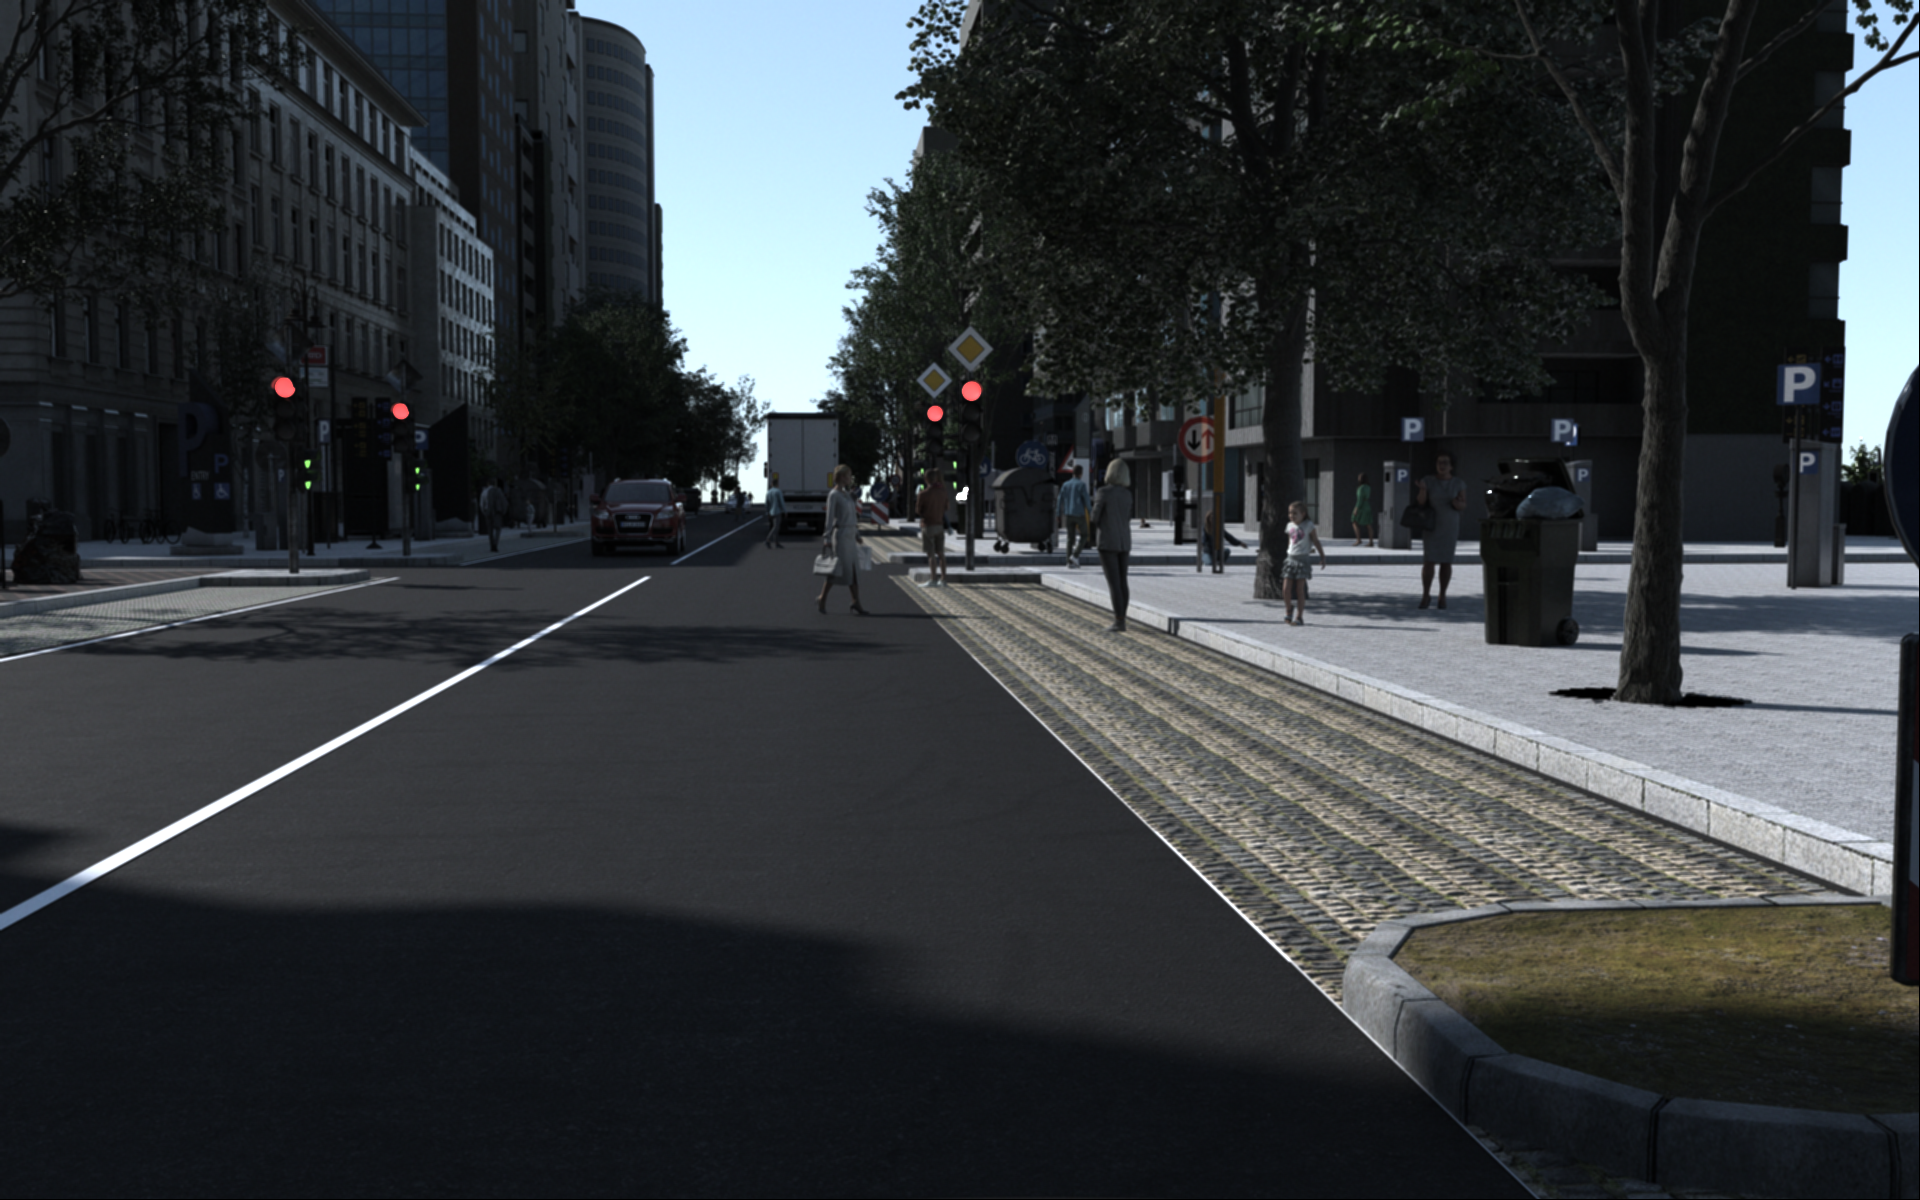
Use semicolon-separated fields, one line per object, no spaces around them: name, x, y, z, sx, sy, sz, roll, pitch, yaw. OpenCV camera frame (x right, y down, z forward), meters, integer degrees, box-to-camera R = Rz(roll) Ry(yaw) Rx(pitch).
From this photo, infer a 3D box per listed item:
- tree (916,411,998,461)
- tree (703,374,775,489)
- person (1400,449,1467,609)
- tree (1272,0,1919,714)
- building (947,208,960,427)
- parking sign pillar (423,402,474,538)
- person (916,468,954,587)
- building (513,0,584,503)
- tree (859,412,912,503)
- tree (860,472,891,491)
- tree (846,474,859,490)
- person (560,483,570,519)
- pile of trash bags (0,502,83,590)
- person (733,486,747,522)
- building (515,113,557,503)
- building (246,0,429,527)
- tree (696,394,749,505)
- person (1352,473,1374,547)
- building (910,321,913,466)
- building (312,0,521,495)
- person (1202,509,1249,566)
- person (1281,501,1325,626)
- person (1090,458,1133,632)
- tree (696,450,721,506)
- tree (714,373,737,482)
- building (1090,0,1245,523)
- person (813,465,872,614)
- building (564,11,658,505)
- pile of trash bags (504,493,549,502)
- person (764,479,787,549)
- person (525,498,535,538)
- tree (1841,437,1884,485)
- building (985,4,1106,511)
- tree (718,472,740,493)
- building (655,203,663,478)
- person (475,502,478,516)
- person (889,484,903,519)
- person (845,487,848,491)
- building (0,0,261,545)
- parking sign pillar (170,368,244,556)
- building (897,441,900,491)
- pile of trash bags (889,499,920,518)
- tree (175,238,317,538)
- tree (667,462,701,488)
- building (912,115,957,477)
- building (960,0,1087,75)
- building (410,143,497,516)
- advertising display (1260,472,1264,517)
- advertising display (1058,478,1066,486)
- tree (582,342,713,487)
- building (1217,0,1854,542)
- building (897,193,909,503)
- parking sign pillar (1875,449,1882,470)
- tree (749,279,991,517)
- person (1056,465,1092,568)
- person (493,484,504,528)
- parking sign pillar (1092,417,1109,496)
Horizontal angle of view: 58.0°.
tree;-0.097;-5.164;68.143;4.285;4.588;4.351;0;3;0
tree;-33.551;-25.328;270.006;12.611;20.169;13.585;0;3;0
person;5.276;-0.790;19.318;0.716;1.782;0.532;1;4;14
tree;4.241;-5.167;10.230;9.928;11.665;9.643;0;3;0
building;5.498;-24.554;173.154;14.160;30.474;14.107;0;4;-5
parking sign pillar;-15.051;-3.815;50.849;1.447;3.967;1.447;0;4;-2
person;-0.384;-1.109;26.607;0.573;1.828;0.580;0;4;4
building;-48.174;-34.323;150.419;28.713;52.752;27.495;0;4;-5
tree;-5.905;-10.855;127.846;4.737;8.622;4.395;0;3;0
tree;-6.348;-8.512;133.769;1.663;3.219;1.824;0;3;0
tree;-10.042;-10.401;164.658;1.663;3.219;1.824;0;3;0
person;-20.753;-5.185;90.724;0.836;1.842;0.656;-1;4;-9
pile of trash bags;-13.573;-0.903;24.518;1.912;1.369;3.447;-1;4;-20
person;-11.366;-4.944;89.316;0.713;1.824;0.794;-1;4;-14
building;-38.778;-21.981;131.097;14.160;30.474;14.107;0;4;-5
building;-34.456;-14.818;75.566;16.112;22.955;30.059;0;4;-5
tree;-31.096;-19.324;226.314;12.009;13.543;11.850;0;3;0
person;9.823;-2.195;42.171;0.529;1.795;0.600;2;4;31
building;-0.288;-28.455;236.948;14.160;30.474;14.107;0;4;-5
building;-37.820;-28.471;115.610;14.600;45.320;14.200;0;4;-5
person;4.752;-1.079;31.647;1.012;1.151;0.738;0;4;-7
person;3.366;-0.359;16.922;0.505;1.210;0.382;3;4;39
person;1.550;-0.573;18.060;0.537;1.800;0.526;-2;4;-31
tree;-26.544;-13.978;178.902;4.360;8.622;3.978;0;3;0
tree;-26.500;-16.025;168.670;9.857;13.997;8.962;0;3;0
building;19.149;-28.666;88.294;23.786;49.044;30.456;0;4;-5
person;-1.417;-0.726;20.727;0.624;1.780;0.694;3;4;37
building;-49.437;-41.114;214.210;21.231;58.520;28.212;0;4;-5
pile of trash bags;-23.353;-5.080;92.805;3.447;1.369;1.912;3;5;42
person;-4.926;-2.280;45.645;0.748;1.841;0.638;-3;5;-40
person;-13.996;-2.660;56.272;0.425;1.301;0.394;2;4;29
tree;30.512;-3.922;58.724;1.663;3.219;1.824;0;3;0
building;18.626;-26.983;133.059;32.217;40.220;23.993;0;4;-5
tree;-33.813;-16.514;253.713;4.285;4.588;4.351;0;3;0
building;-48.029;-33.800;236.230;14.154;41.232;14.086;0;4;-5
person;-24.257;-4.898;86.352;0.478;1.798;0.641;0;4;2
person;-3.448;-5.180;90.864;0.853;1.813;0.709;-1;4;-11
person;-6.963;-5.932;105.368;0.818;1.842;0.514;-1;4;-11
building;-28.668;-12.388;51.699;9.793;20.994;18.267;0;4;-5
parking sign pillar;-15.974;-2.945;36.626;1.447;3.967;1.447;3;4;37
building;-2.788;-30.190;265.311;14.160;30.474;14.107;0;4;-5
pile of trash bags;-2.374;-5.138;93.756;3.447;1.369;1.912;2;4;23
tree;-20.821;-6.122;50.457;4.360;8.622;3.978;0;3;0
tree;-25.075;-10.552;156.240;4.285;4.588;4.351;0;3;0
building;5.309;-36.401;218.851;21.300;48.544;21.600;0;4;-5
building;11.517;-32.498;155.039;21.300;48.544;21.600;0;4;-5
building;-33.529;-14.969;99.502;10.420;20.320;16.860;0;4;-5
advertising display;9.027;-2.701;49.371;0.974;1.923;0.123;3;4;36
advertising display;3.845;-3.906;69.082;0.123;1.923;0.974;-3;4;-39
tree;-22.648;-12.714;124.884;9.611;12.733;9.660;0;3;0
building;16.314;-17.162;52.303;14.107;30.474;14.160;0;4;-5
building;-1.763;-36.737;250.765;14.600;45.320;14.200;0;4;-5
parking sign pillar;54.163;-6.964;102.340;1.447;3.967;1.447;2;4;23
tree;-3.205;-11.374;96.333;12.009;13.543;11.850;0;3;0
person;1.970;-1.433;29.822;0.601;1.785;0.444;3;4;37
person;-17.484;-3.597;65.187;0.599;1.781;0.374;-1;4;-20
parking sign pillar;4.900;-4.391;60.263;1.447;3.967;1.447;0;4;-2
